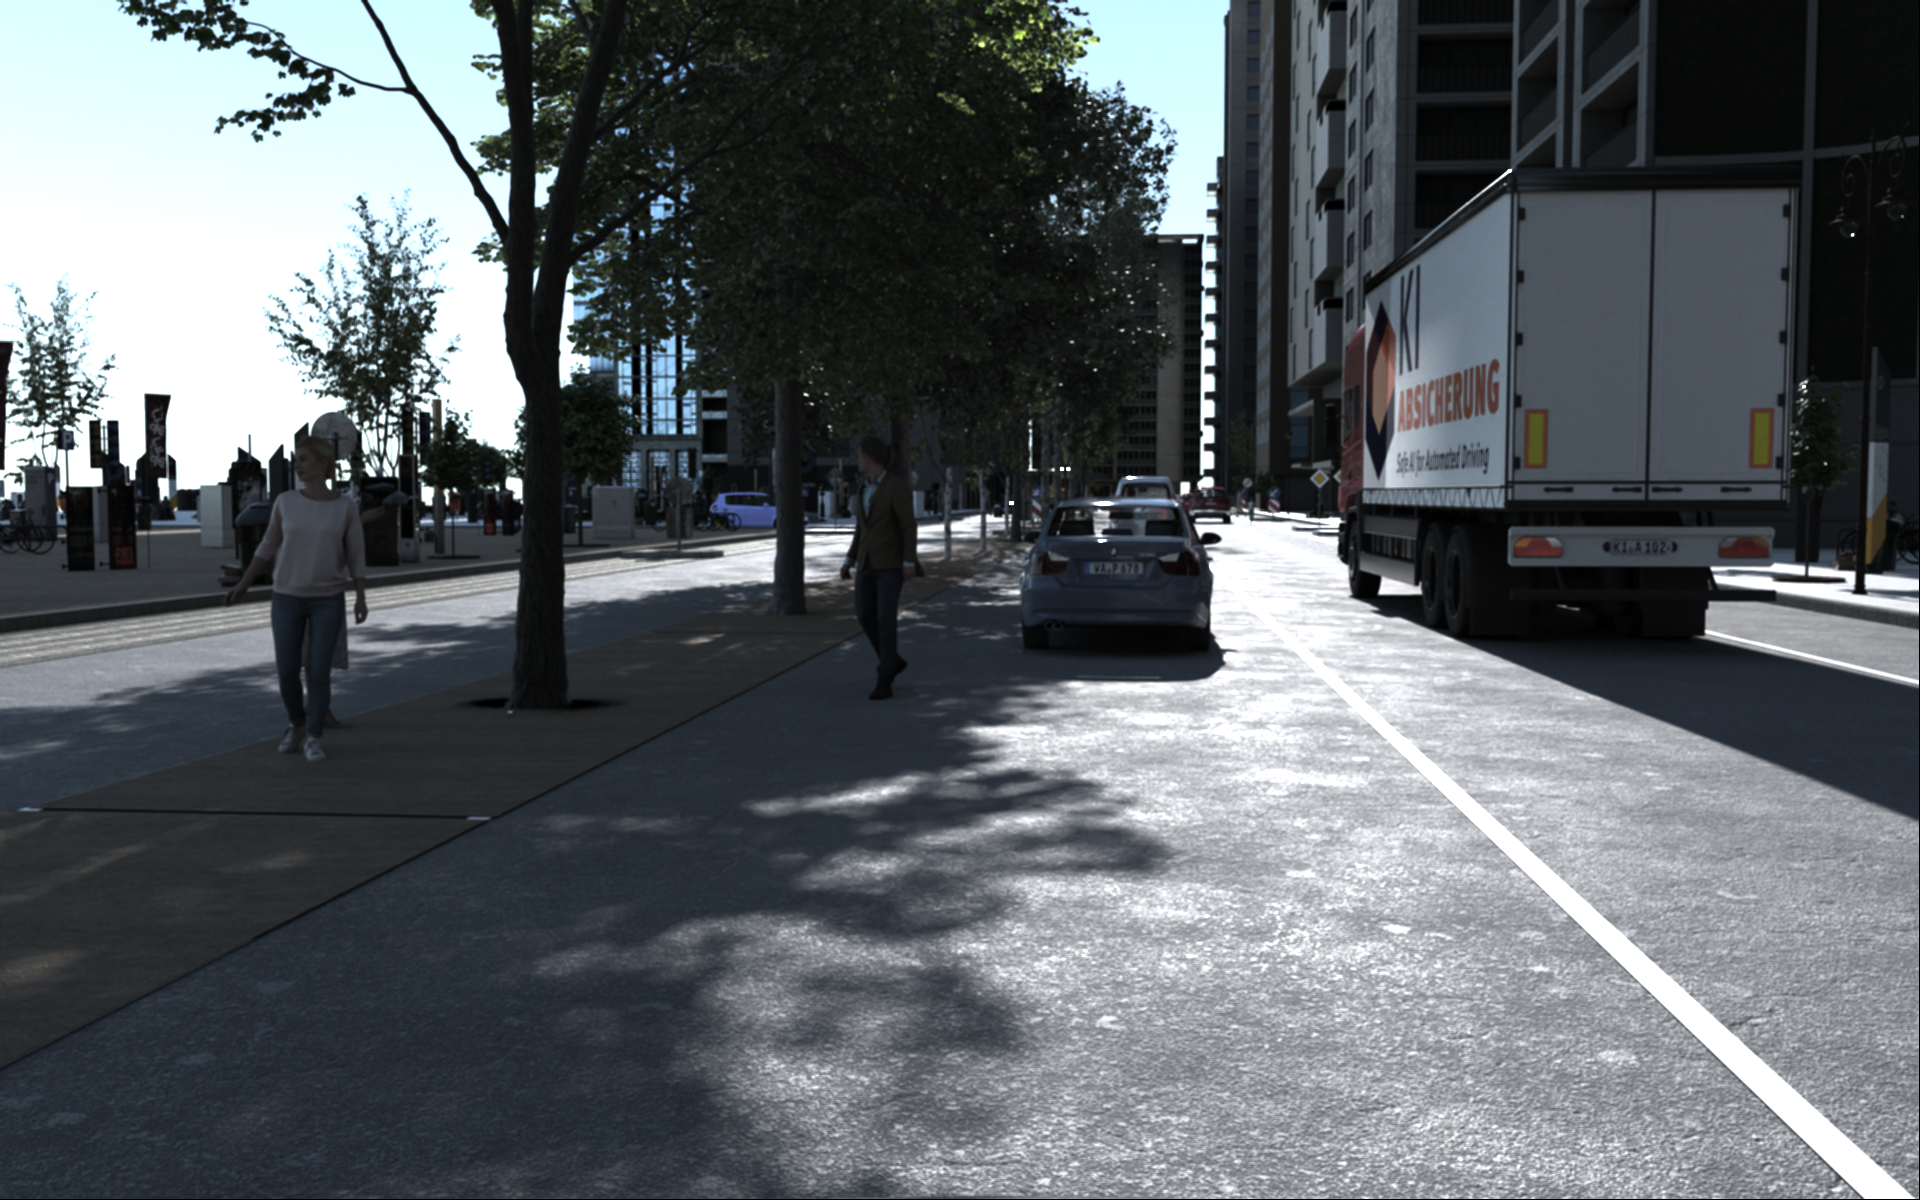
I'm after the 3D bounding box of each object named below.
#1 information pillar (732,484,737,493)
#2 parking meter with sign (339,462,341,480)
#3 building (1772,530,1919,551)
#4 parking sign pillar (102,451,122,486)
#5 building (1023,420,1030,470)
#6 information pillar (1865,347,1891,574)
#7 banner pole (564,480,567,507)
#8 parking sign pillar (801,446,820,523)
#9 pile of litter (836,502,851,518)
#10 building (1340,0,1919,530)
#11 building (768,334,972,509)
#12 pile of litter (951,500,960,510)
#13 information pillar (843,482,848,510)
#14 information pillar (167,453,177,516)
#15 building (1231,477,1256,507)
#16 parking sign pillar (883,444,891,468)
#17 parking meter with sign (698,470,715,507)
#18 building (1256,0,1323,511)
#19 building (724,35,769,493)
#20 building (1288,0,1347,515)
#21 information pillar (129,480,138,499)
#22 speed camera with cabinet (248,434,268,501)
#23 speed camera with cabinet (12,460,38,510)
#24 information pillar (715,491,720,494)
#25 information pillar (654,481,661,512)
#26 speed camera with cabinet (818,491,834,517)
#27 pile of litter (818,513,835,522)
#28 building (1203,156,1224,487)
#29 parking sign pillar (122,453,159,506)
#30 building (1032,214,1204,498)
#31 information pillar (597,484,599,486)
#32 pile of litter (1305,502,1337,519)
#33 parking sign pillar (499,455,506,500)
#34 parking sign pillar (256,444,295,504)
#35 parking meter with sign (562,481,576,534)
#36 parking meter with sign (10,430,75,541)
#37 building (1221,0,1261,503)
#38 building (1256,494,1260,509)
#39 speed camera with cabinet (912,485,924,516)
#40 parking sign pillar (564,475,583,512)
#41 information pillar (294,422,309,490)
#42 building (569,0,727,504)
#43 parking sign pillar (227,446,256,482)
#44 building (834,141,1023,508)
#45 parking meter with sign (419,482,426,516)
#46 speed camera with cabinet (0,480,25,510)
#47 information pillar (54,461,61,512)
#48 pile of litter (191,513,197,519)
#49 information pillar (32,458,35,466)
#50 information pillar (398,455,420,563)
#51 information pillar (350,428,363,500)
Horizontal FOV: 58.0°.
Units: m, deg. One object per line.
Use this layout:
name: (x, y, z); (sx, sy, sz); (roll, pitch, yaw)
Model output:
information pillar: (-16.580, -7.506, 127.214); (0.304, 2.012, 0.304); (0, 3, 0)
parking meter with sign: (-33.337, -6.077, 95.613); (1.738, 3.016, 0.543); (-1, 4, -14)
building: (24.594, -36.993, 43.091); (20.563, 71.187, 20.611); (0, 4, 6)
parking sign pillar: (-52.964, -7.339, 108.460); (1.447, 3.967, 1.447); (-3, 4, -38)
building: (2.152, -35.858, 236.393); (14.200, 45.320, 14.600); (0, 4, 6)
information pillar: (14.757, -2.231, 27.840); (0.504, 3.616, 0.183); (-3, 4, -36)
banner pole: (-32.474, -9.258, 141.382); (0.401, 3.779, 0.863); (3, 5, 41)
parking sign pillar: (-6.924, -5.373, 76.326); (1.447, 3.967, 1.447); (-2, 4, -28)
pile of litter: (-6.440, -4.780, 92.123); (1.176, 0.858, 1.719); (3, 4, 36)
building: (28.671, -38.992, 75.772); (20.611, 71.187, 20.563); (0, 4, 6)
building: (-7.017, -45.075, 175.231); (20.563, 71.187, 20.611); (0, 4, 6)
pile of litter: (-0.634, -7.719, 140.168); (1.176, 0.858, 1.719); (0, 4, -4)
information pillar: (-6.823, -6.050, 103.404); (0.304, 2.012, 0.304); (0, 4, -4)
information pillar: (-45.263, -6.616, 99.519); (0.183, 3.616, 0.504); (3, 4, 39)
building: (44.194, -29.550, 175.022); (32.217, 40.220, 23.993); (0, 4, 6)
parking sign pillar: (-4.113, -6.181, 89.527); (1.447, 3.967, 1.447); (-1, 4, -18)
parking meter with sign: (-18.429, -8.014, 127.290); (0.543, 3.016, 1.738); (2, 4, 32)
building: (30.589, -29.604, 134.134); (14.600, 45.320, 14.200); (0, 4, 6)
building: (-8.666, -43.821, 154.721); (20.563, 71.187, 20.611); (0, 4, 6)
building: (34.711, -31.518, 104.559); (28.713, 52.752, 27.495); (0, 4, 6)
information pillar: (-41.806, -5.086, 87.656); (0.304, 2.012, 0.304); (0, 4, -3)
speed camera with cabinet: (-23.543, -3.785, 56.217); (0.660, 3.252, 2.038); (2, 4, 35)
speed camera with cabinet: (-54.655, -6.565, 101.670); (2.038, 3.252, 0.660); (3, 4, 38)
information pillar: (-19.569, -8.269, 139.697); (0.304, 2.012, 0.304); (0, 4, 3)
information pillar: (-16.521, -5.510, 94.579); (0.304, 2.012, 0.304); (-2, 4, -35)
speed camera with cabinet: (-8.224, -6.381, 98.673); (2.038, 3.252, 0.660); (1, 4, 17)
pile of litter: (-6.866, -3.998, 79.333); (1.719, 0.858, 1.176); (3, 5, 41)
building: (48.721, -37.727, 236.445); (30.456, 49.044, 23.786); (0, 4, 6)
parking sign pillar: (-42.238, -6.207, 89.949); (1.447, 3.967, 1.447); (1, 4, 12)
building: (22.005, -33.717, 243.153); (23.993, 40.220, 32.217); (0, 4, 6)
information pillar: (-26.290, -8.270, 126.576); (0.504, 3.616, 0.183); (1, 4, 23)
pile of litter: (18.853, -4.693, 90.688); (1.719, 0.858, 1.176); (2, 4, 33)
parking sign pillar: (-31.313, -7.956, 118.551); (1.447, 3.967, 1.447); (-1, 4, -12)
parking sign pillar: (-36.634, -6.404, 93.171); (1.447, 3.967, 1.447); (3, 4, 37)
parking meter with sign: (-13.158, -3.660, 56.099); (0.543, 3.016, 1.738); (2, 4, 25)
parking meter with sign: (-25.128, -3.123, 47.326); (1.738, 3.016, 0.543); (1, 4, 10)
building: (41.109, -40.317, 201.188); (21.231, 58.520, 28.212); (0, 4, 6)
building: (33.975, -28.949, 156.912); (14.154, 41.232, 14.086); (0, 4, 6)
speed camera with cabinet: (-2.829, -6.616, 102.507); (0.660, 3.252, 2.038); (-2, 4, -30)
parking sign pillar: (-27.984, -8.359, 125.149); (1.447, 3.967, 1.447); (2, 4, 30)
information pillar: (-21.225, -3.951, 55.949); (0.504, 3.616, 0.183); (0, 4, 3)
building: (-41.418, -56.939, 243.626); (31.000, 86.520, 22.319); (0, 4, 6)
parking sign pillar: (-39.924, -6.653, 97.242); (1.447, 3.967, 1.447); (0, 4, 3)
building: (-3.102, -47.149, 209.142); (20.611, 71.187, 20.563); (0, 4, 6)
parking meter with sign: (-31.313, -6.320, 99.598); (1.738, 3.016, 0.543); (3, 5, 44)
speed camera with cabinet: (-60.510, -7.094, 110.317); (2.038, 3.252, 0.660); (-3, 5, -41)
information pillar: (-64.693, -8.122, 124.143); (0.504, 3.616, 0.183); (1, 4, 15)
pile of litter: (-40.012, -4.734, 91.371); (1.176, 0.858, 1.719); (0, 4, -5)
information pillar: (-57.390, -7.092, 107.313); (0.183, 3.616, 0.504); (-1, 4, -18)
information pillar: (-10.277, -1.701, 32.296); (0.304, 2.012, 0.304); (0, 4, -4)
information pillar: (-19.509, -3.952, 55.976); (0.183, 3.616, 0.504); (2, 4, 26)
